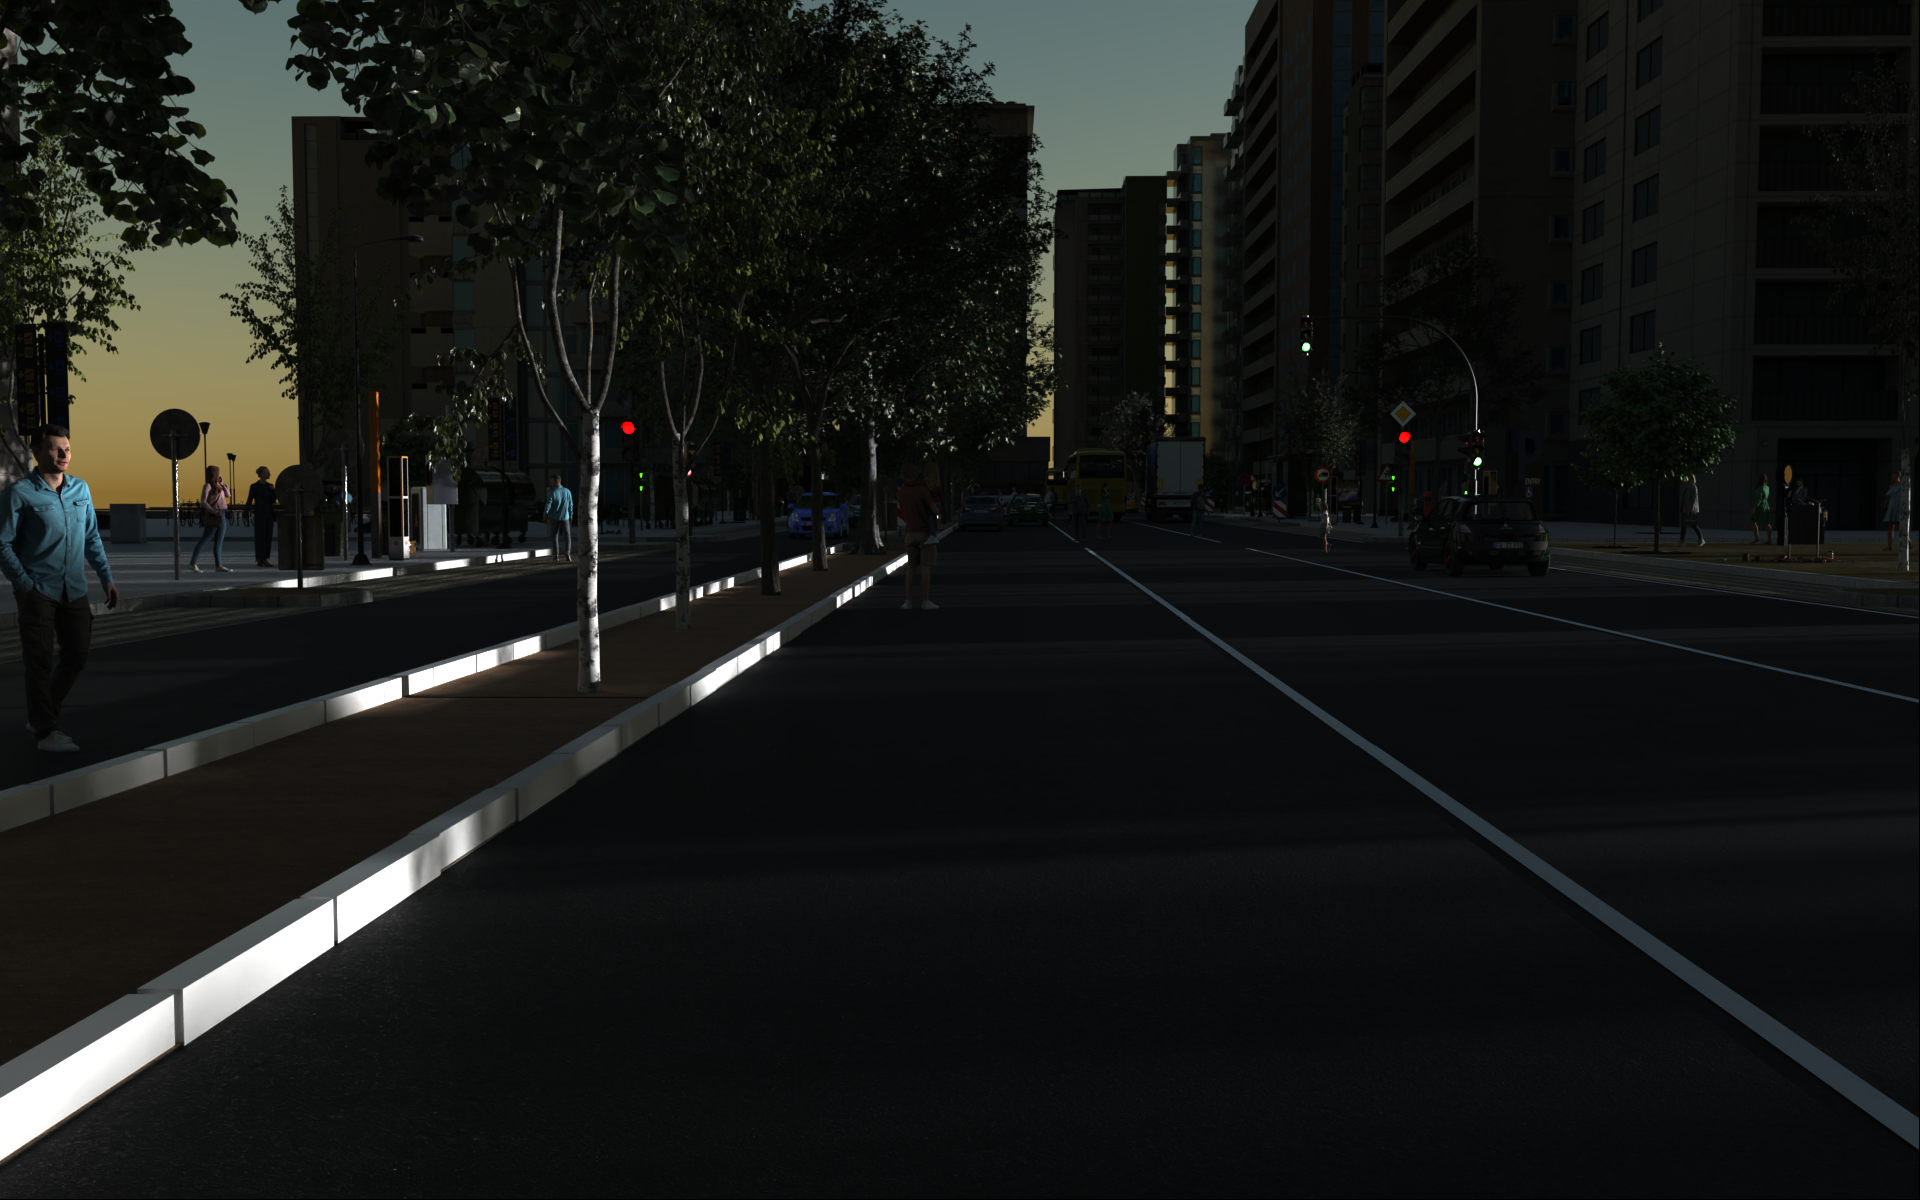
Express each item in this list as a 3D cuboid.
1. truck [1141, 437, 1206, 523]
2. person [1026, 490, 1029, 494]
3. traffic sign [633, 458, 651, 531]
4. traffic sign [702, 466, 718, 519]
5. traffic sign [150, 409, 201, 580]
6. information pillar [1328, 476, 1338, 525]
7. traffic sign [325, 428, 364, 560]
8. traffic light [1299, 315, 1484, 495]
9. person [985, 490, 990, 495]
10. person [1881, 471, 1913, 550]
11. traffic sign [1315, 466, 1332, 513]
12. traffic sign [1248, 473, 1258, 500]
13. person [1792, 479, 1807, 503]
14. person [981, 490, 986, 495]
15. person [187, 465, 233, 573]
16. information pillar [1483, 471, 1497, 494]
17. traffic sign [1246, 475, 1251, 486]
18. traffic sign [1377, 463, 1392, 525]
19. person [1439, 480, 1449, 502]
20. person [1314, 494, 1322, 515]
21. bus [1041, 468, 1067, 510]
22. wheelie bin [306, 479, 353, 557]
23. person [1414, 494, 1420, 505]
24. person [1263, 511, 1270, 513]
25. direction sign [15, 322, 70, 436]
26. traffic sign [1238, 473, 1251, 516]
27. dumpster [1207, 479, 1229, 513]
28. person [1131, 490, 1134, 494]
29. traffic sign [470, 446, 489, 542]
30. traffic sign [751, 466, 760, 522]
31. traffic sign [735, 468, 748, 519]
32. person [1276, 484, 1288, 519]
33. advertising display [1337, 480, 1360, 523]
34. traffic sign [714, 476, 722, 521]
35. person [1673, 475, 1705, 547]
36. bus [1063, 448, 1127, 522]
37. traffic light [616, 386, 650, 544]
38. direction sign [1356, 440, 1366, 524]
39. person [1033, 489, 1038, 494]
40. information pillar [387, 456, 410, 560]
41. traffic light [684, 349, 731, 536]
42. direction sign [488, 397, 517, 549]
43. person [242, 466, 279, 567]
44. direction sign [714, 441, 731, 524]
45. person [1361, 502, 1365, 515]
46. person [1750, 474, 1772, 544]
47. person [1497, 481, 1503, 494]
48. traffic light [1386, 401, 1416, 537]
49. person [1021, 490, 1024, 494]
[{"bbox_3d":[11.096,-6.211,90.463,2.839,4.237,11.283,0,4,3],"label":"truck"},{"bbox_3d":[6.683,-10.105,173.672,0.705,1.831,1.348,-3,5,-45],"label":"person"},{"bbox_3d":[-11.173,-3.707,60.710,0.768,2.556,0.104,1,4,9],"label":"traffic sign"},{"bbox_3d":[-11.288,-4.767,78.047,0.768,2.556,0.104,0,4,2],"label":"traffic sign"},{"bbox_3d":[-11.699,-1.573,25.828,0.768,2.556,0.104,0,4,3],"label":"traffic sign"},{"bbox_3d":[15.444,-4.114,71.754,0.304,2.012,0.304,0,4,-5],"label":"information pillar"},{"bbox_3d":[-11.907,-2.044,33.522,0.768,2.556,0.104,0,4,4],"label":"traffic sign"},{"bbox_3d":[10.975,-4.248,44.128,4.771,5.953,1.251,0,4,2],"label":"traffic light"},{"bbox_3d":[2.362,-8.466,147.474,0.990,1.755,0.434,3,5,41],"label":"person"},{"bbox_3d":[21.236,-2.028,39.288,0.778,1.811,0.616,-1,4,-19],"label":"person"},{"bbox_3d":[16.648,-4.852,79.430,0.768,2.556,0.104,0,4,8],"label":"traffic sign"},{"bbox_3d":[18.032,-6.542,106.958,0.884,2.594,0.081,1,4,9],"label":"traffic sign"},{"bbox_3d":[27.930,-3.144,57.727,0.573,1.790,0.520,-3,4,-39],"label":"person"},{"bbox_3d":[2.430,-10.421,178.750,0.709,1.838,0.599,1,4,9],"label":"person"},{"bbox_3d":[-12.321,-1.332,28.412,0.643,1.750,0.593,0,4,-1],"label":"person"},{"bbox_3d":[16.676,-3.060,54.519,0.304,2.012,0.304,-1,4,-23],"label":"information pillar"},{"bbox_3d":[18.887,-6.875,112.415,0.884,2.594,0.081,0,4,3],"label":"traffic sign"},{"bbox_3d":[17.678,-4.390,71.773,0.884,2.594,0.081,0,4,4],"label":"traffic sign"},{"bbox_3d":[18.156,-3.593,64.890,0.767,1.812,0.694,1,4,11],"label":"person"},{"bbox_3d":[22.265,-5.946,107.505,0.306,1.304,0.590,-3,5,-39],"label":"person"},{"bbox_3d":[9.056,-10.346,160.705,2.896,3.916,12.252,0,4,2],"label":"bus"},{"bbox_3d":[-13.008,-1.699,35.692,0.980,1.594,0.693,-2,4,-28],"label":"wheelie bin"},{"bbox_3d":[19.610,-3.920,74.385,0.306,1.304,0.590,2,4,24],"label":"person"},{"bbox_3d":[20.483,-6.698,115.543,0.713,1.824,0.794,1,4,12],"label":"person"},{"bbox_3d":[-12.184,-1.899,23.051,0.876,3.537,0.379,1,4,21],"label":"direction sign"},{"bbox_3d":[16.953,-6.306,103.207,0.768,2.556,0.104,1,4,10],"label":"traffic sign"},{"bbox_3d":[17.274,-6.968,116.420,1.502,2.255,1.985,0,4,2],"label":"dumpster"},{"bbox_3d":[19.447,-11.593,196.263,0.721,1.739,1.217,0,4,-3],"label":"person"},{"bbox_3d":[-12.616,-2.806,45.978,0.768,2.556,0.104,0,4,3],"label":"traffic sign"},{"bbox_3d":[-9.301,-4.861,79.479,0.884,2.594,0.081,0,4,5],"label":"traffic sign"},{"bbox_3d":[-10.422,-5.021,82.191,0.768,2.556,0.104,0,4,6],"label":"traffic sign"},{"bbox_3d":[16.261,-4.986,87.751,0.592,1.802,0.473,3,5,45],"label":"person"},{"bbox_3d":[17.249,-4.402,77.179,0.974,1.923,0.123,0,4,-4],"label":"advertising display"},{"bbox_3d":[-11.505,-4.984,81.600,0.768,2.556,0.104,0,4,2],"label":"traffic sign"},{"bbox_3d":[17.822,-2.200,42.203,0.728,1.800,0.709,0,4,1],"label":"person"},{"bbox_3d":[7.114,-6.121,91.620,2.896,3.916,12.252,0,4,1],"label":"bus"},{"bbox_3d":[-8.484,-3.418,44.801,0.839,4.253,0.868,0,4,2],"label":"traffic light"},{"bbox_3d":[16.984,-4.983,73.461,0.379,3.537,0.876,-1,4,-12],"label":"direction sign"},{"bbox_3d":[5.976,-7.882,137.305,1.348,1.831,0.705,-2,4,-27],"label":"person"},{"bbox_3d":[-10.884,-1.778,33.555,0.304,2.012,0.304,0,4,4],"label":"information pillar"},{"bbox_3d":[-6.166,-4.776,52.759,4.771,5.953,1.251,0,4,2],"label":"traffic light"},{"bbox_3d":[-10.717,-2.973,40.611,0.876,3.537,0.379,2,4,30],"label":"direction sign"},{"bbox_3d":[-12.380,-1.479,30.654,0.534,1.772,0.576,1,4,12],"label":"person"},{"bbox_3d":[-10.250,-5.059,74.715,0.876,3.537,0.379,2,4,28],"label":"direction sign"},{"bbox_3d":[24.244,-5.789,104.964,0.640,1.303,0.475,-1,4,-14],"label":"person"},{"bbox_3d":[20.436,-2.315,44.148,0.529,1.795,0.600,3,5,41],"label":"person"},{"bbox_3d":[22.902,-4.157,73.783,0.755,1.850,0.659,2,4,29],"label":"person"},{"bbox_3d":[13.294,-3.870,52.193,0.839,4.253,0.868,0,4,2],"label":"traffic light"},{"bbox_3d":[6.636,-11.030,188.701,0.599,1.838,0.709,-2,4,-30],"label":"person"}]
